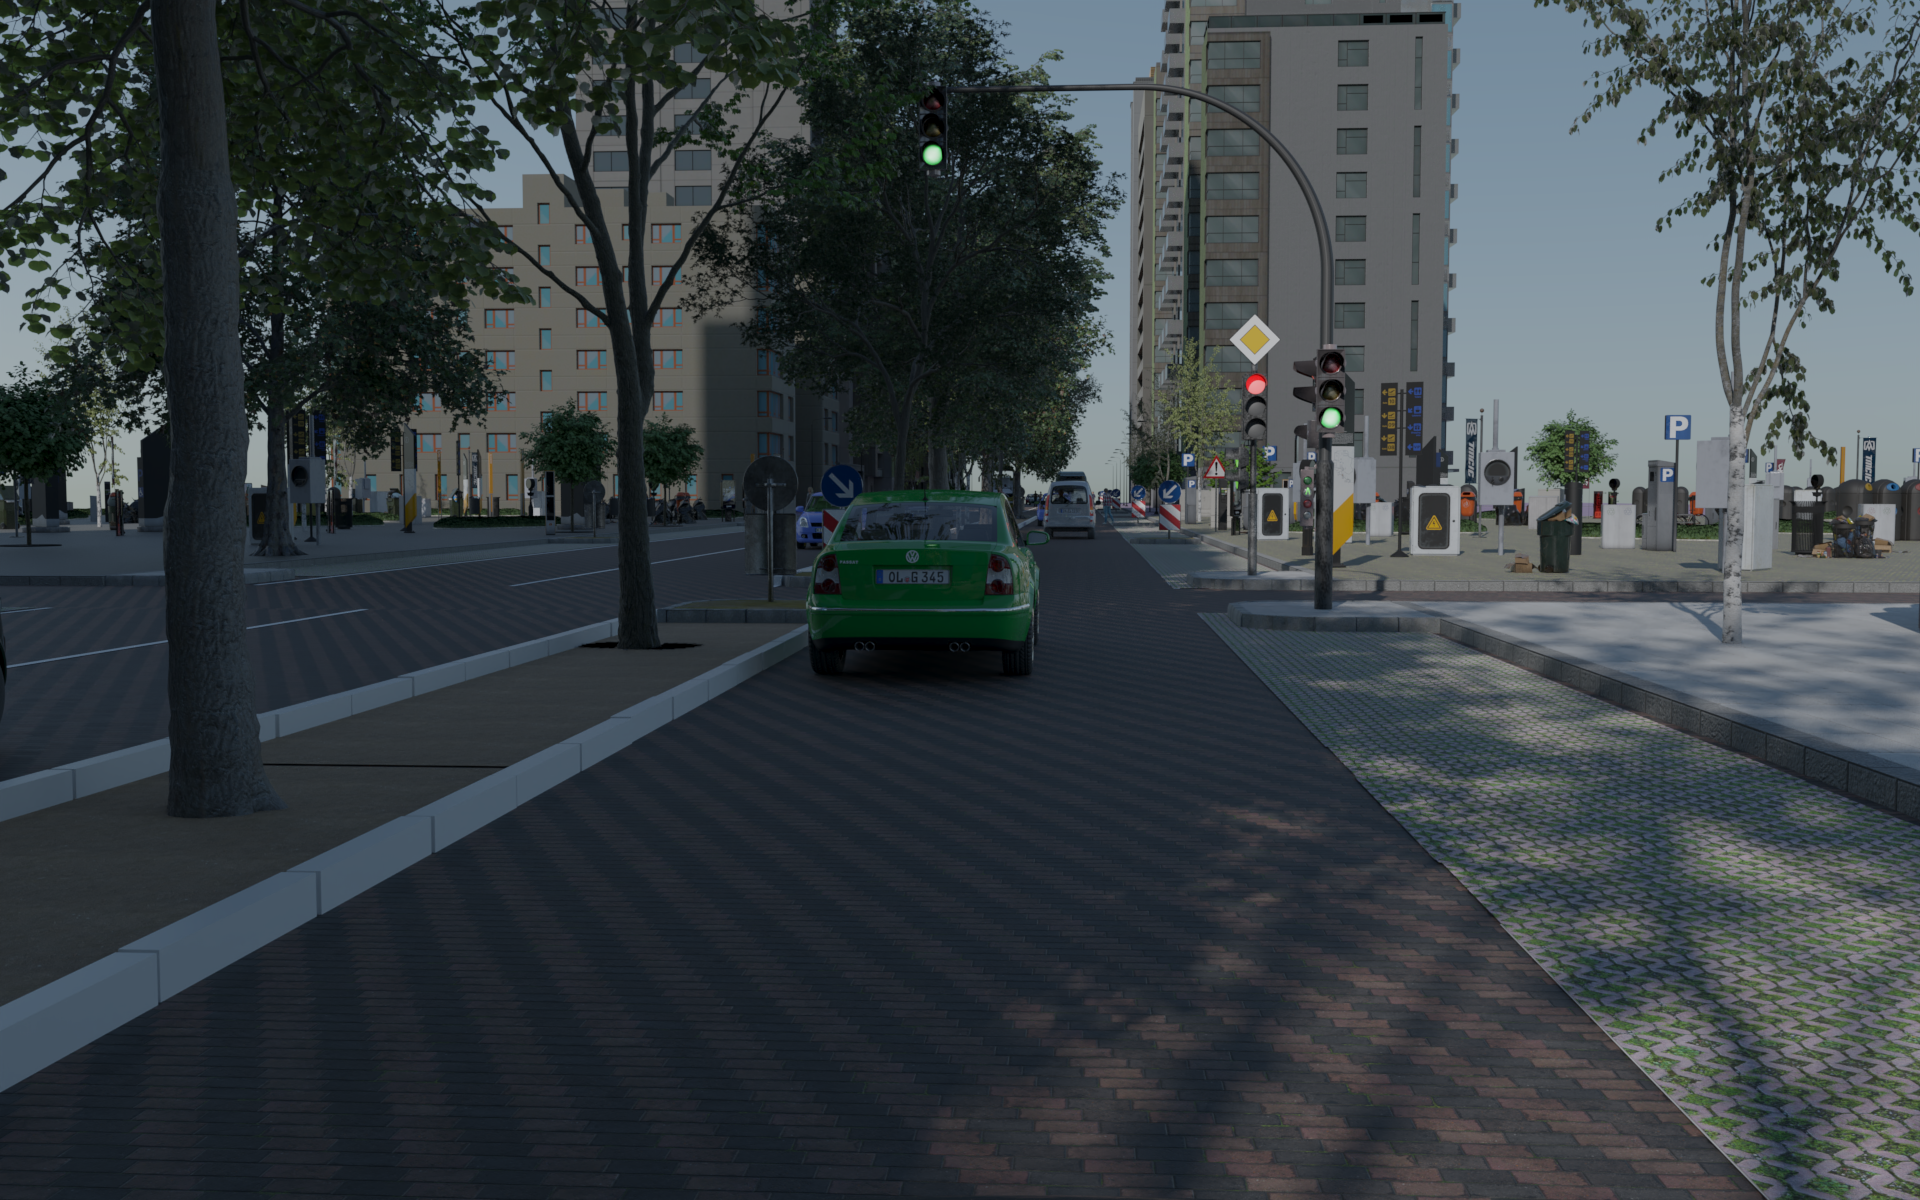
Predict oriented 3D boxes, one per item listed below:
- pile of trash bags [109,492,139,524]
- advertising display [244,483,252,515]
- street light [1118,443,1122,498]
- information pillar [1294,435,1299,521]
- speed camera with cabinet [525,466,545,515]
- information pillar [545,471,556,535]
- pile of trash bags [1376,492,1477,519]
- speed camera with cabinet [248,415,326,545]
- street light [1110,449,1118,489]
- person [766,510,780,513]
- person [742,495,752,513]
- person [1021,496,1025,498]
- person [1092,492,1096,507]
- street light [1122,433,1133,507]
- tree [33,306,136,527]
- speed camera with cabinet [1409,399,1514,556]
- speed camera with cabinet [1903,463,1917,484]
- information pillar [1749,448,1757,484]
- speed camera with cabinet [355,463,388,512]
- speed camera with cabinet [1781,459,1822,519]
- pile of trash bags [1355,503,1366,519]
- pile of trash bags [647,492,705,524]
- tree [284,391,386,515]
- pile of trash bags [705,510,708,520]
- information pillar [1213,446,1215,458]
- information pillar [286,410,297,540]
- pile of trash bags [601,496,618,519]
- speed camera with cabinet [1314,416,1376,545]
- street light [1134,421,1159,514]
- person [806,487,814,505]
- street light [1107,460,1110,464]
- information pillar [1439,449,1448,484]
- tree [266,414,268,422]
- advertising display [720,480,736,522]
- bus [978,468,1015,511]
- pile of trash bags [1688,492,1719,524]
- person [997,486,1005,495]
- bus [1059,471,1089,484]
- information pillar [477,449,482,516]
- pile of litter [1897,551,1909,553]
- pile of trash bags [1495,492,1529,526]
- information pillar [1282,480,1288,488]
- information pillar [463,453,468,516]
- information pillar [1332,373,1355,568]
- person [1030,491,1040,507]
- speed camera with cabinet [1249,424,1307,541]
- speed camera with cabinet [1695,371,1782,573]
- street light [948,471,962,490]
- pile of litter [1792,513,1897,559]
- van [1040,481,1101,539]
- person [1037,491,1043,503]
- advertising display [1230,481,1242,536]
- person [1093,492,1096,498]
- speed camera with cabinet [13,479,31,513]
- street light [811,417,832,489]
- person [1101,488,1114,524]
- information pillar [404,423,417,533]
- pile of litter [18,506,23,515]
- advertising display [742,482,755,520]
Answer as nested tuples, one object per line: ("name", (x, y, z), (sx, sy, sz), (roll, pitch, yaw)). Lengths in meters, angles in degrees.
("pile of trash bags", (-36.227, -4.054, 76.034), (1.912, 1.369, 3.447), (0, 4, 4))
("advertising display", (-40.776, -5.743, 99.112), (0.123, 1.923, 0.974), (0, 4, 5))
("street light", (15.114, -11.176, 155.272), (1.470, 5.913, 1.316), (0, 4, 4))
("information pillar", (12.089, -4.338, 62.284), (0.183, 3.616, 0.504), (1, 4, 18))
("speed camera with cabinet", (-23.976, -6.339, 97.974), (0.660, 3.252, 2.038), (1, 4, 15))
("information pillar", (-12.805, -3.035, 54.118), (0.304, 2.012, 0.304), (-1, 4, -14))
("pile of trash bags", (17.779, -3.402, 65.381), (3.447, 1.369, 1.912), (2, 4, 34))
("speed camera with cabinet", (-16.960, -3.013, 43.593), (2.038, 3.252, 0.660), (1, 4, 23))
("street light", (17.636, -13.418, 191.931), (1.470, 5.913, 1.316), (0, 4, 4))
("person", (-5.304, -2.490, 49.392), (0.537, 1.800, 0.526), (-1, 4, -21))
("person", (-9.270, -4.109, 75.492), (0.447, 1.846, 0.655), (0, 4, -3))
("person", (7.971, -12.662, 218.706), (0.628, 1.438, 0.799), (-3, 5, -43))
("person", (14.816, -11.231, 193.050), (0.530, 1.710, 0.541), (-2, 4, -29))
("street light", (13.363, -9.765, 132.205), (1.470, 5.913, 1.316), (0, 4, 4))
("tree", (-33.607, -7.140, 67.105), (4.737, 8.622, 4.395), (0, 3, 0))
("speed camera with cabinet", (10.480, -2.560, 36.185), (2.038, 3.252, 0.660), (1, 4, 11))
("speed camera with cabinet", (49.831, -5.918, 91.101), (0.660, 3.252, 2.038), (1, 4, 19))
("information pillar", (40.751, -5.975, 89.049), (0.504, 3.616, 0.183), (-2, 4, -27))
("speed camera with cabinet", (-33.536, -6.389, 98.792), (0.660, 3.252, 2.038), (2, 4, 27))
("speed camera with cabinet", (33.716, -4.632, 70.072), (2.038, 3.252, 0.660), (1, 4, 23))
("pile of trash bags", (19.699, -4.551, 84.160), (1.912, 1.369, 3.447), (0, 4, -5))
("pile of trash bags", (-12.499, -4.066, 76.239), (1.912, 1.369, 3.447), (0, 4, -2))
("tree", (-26.239, -7.594, 74.532), (4.360, 8.622, 3.978), (0, 3, 0))
("pile of trash bags", (-13.668, -4.705, 86.676), (1.912, 1.369, 3.447), (-1, 4, -12))
("information pillar", (12.464, -5.739, 85.184), (0.183, 3.616, 0.504), (0, 4, 3))
("information pillar", (-18.769, -3.502, 48.615), (0.183, 3.616, 0.504), (0, 4, -4))
("pile of trash bags", (-17.405, -4.923, 90.248), (1.912, 1.369, 3.447), (2, 4, 27))
("speed camera with cabinet", (9.875, -3.066, 44.467), (0.660, 3.252, 2.038), (-1, 4, -19))
("street light", (11.887, -8.373, 109.443), (1.470, 5.913, 1.316), (0, 4, 4))
("person", (-7.534, -4.860, 88.137), (0.709, 1.800, 0.728), (3, 5, 40))
("street light", (19.389, -14.855, 215.417), (1.470, 5.913, 1.316), (0, 4, 4))
("information pillar", (24.804, -5.971, 88.980), (0.504, 3.616, 0.183), (0, 4, -1))
("tree", (-36.102, -8.811, 94.415), (4.360, 8.622, 3.978), (0, 3, 0))
("advertising display", (-10.744, -4.590, 80.260), (0.123, 1.923, 0.974), (2, 4, 31))
("bus", (3.061, -8.839, 136.059), (2.896, 3.916, 12.252), (0, 4, 2))
("pile of trash bags", (28.574, -3.331, 64.214), (1.912, 1.369, 3.447), (-2, 4, -34))
("person", (1.929, -4.595, 83.638), (0.555, 1.821, 0.388), (-1, 4, -16))
("bus", (9.451, -9.284, 146.654), (2.948, 3.499, 13.247), (0, 4, 4))
("information pillar", (-25.068, -6.057, 90.382), (0.183, 3.616, 0.504), (0, 4, 2))
("pile of litter", (20.023, -1.482, 38.192), (1.719, 0.858, 1.176), (2, 4, 33))
("pile of trash bags", (23.042, -3.769, 71.383), (1.912, 1.369, 3.447), (1, 4, 13))
("information pillar", (16.563, -5.122, 88.243), (0.304, 2.012, 0.304), (0, 4, 1))
("information pillar", (-28.230, -6.578, 98.909), (0.183, 3.616, 0.504), (-3, 4, -37))
("information pillar", (6.605, -2.368, 30.080), (0.504, 3.616, 0.183), (-1, 4, -20))
("person", (8.382, -11.265, 192.698), (1.348, 1.821, 0.705), (-2, 4, -31))
("speed camera with cabinet", (9.089, -3.298, 48.260), (2.038, 3.252, 0.660), (-1, 4, -18))
("speed camera with cabinet", (12.822, -2.098, 28.633), (0.660, 3.252, 2.038), (3, 5, 44))
("street light", (-0.850, -14.590, 211.080), (1.470, 5.913, 1.316), (0, 4, 4))
("pile of litter", (17.745, -1.281, 34.902), (1.719, 0.858, 1.176), (3, 4, 38))
("van", (3.602, -3.031, 56.569), (2.013, 2.044, 4.112), (0, 4, 5))
("person", (9.134, -11.473, 196.798), (1.217, 1.736, 0.721), (2, 4, 28))
("advertising display", (8.553, -2.965, 53.684), (0.123, 1.923, 0.974), (2, 4, 25))
("person", (17.410, -13.355, 227.376), (1.217, 1.766, 0.721), (-3, 5, -44))
("speed camera with cabinet", (-44.846, -5.378, 82.271), (2.038, 3.252, 0.660), (3, 5, 41))
("street light", (-8.406, -8.085, 104.730), (1.470, 5.913, 1.316), (0, 4, 4))
("person", (7.040, -4.491, 82.760), (0.563, 1.720, 0.643), (-3, 4, -37))
("information pillar", (-18.069, -4.009, 56.909), (0.504, 3.616, 0.183), (2, 4, 32))
("pile of litter", (-42.171, -3.903, 77.782), (1.719, 0.858, 1.176), (3, 4, 38))
("advertising display", (-10.415, -4.908, 85.463), (0.123, 1.923, 0.974), (2, 4, 27))
